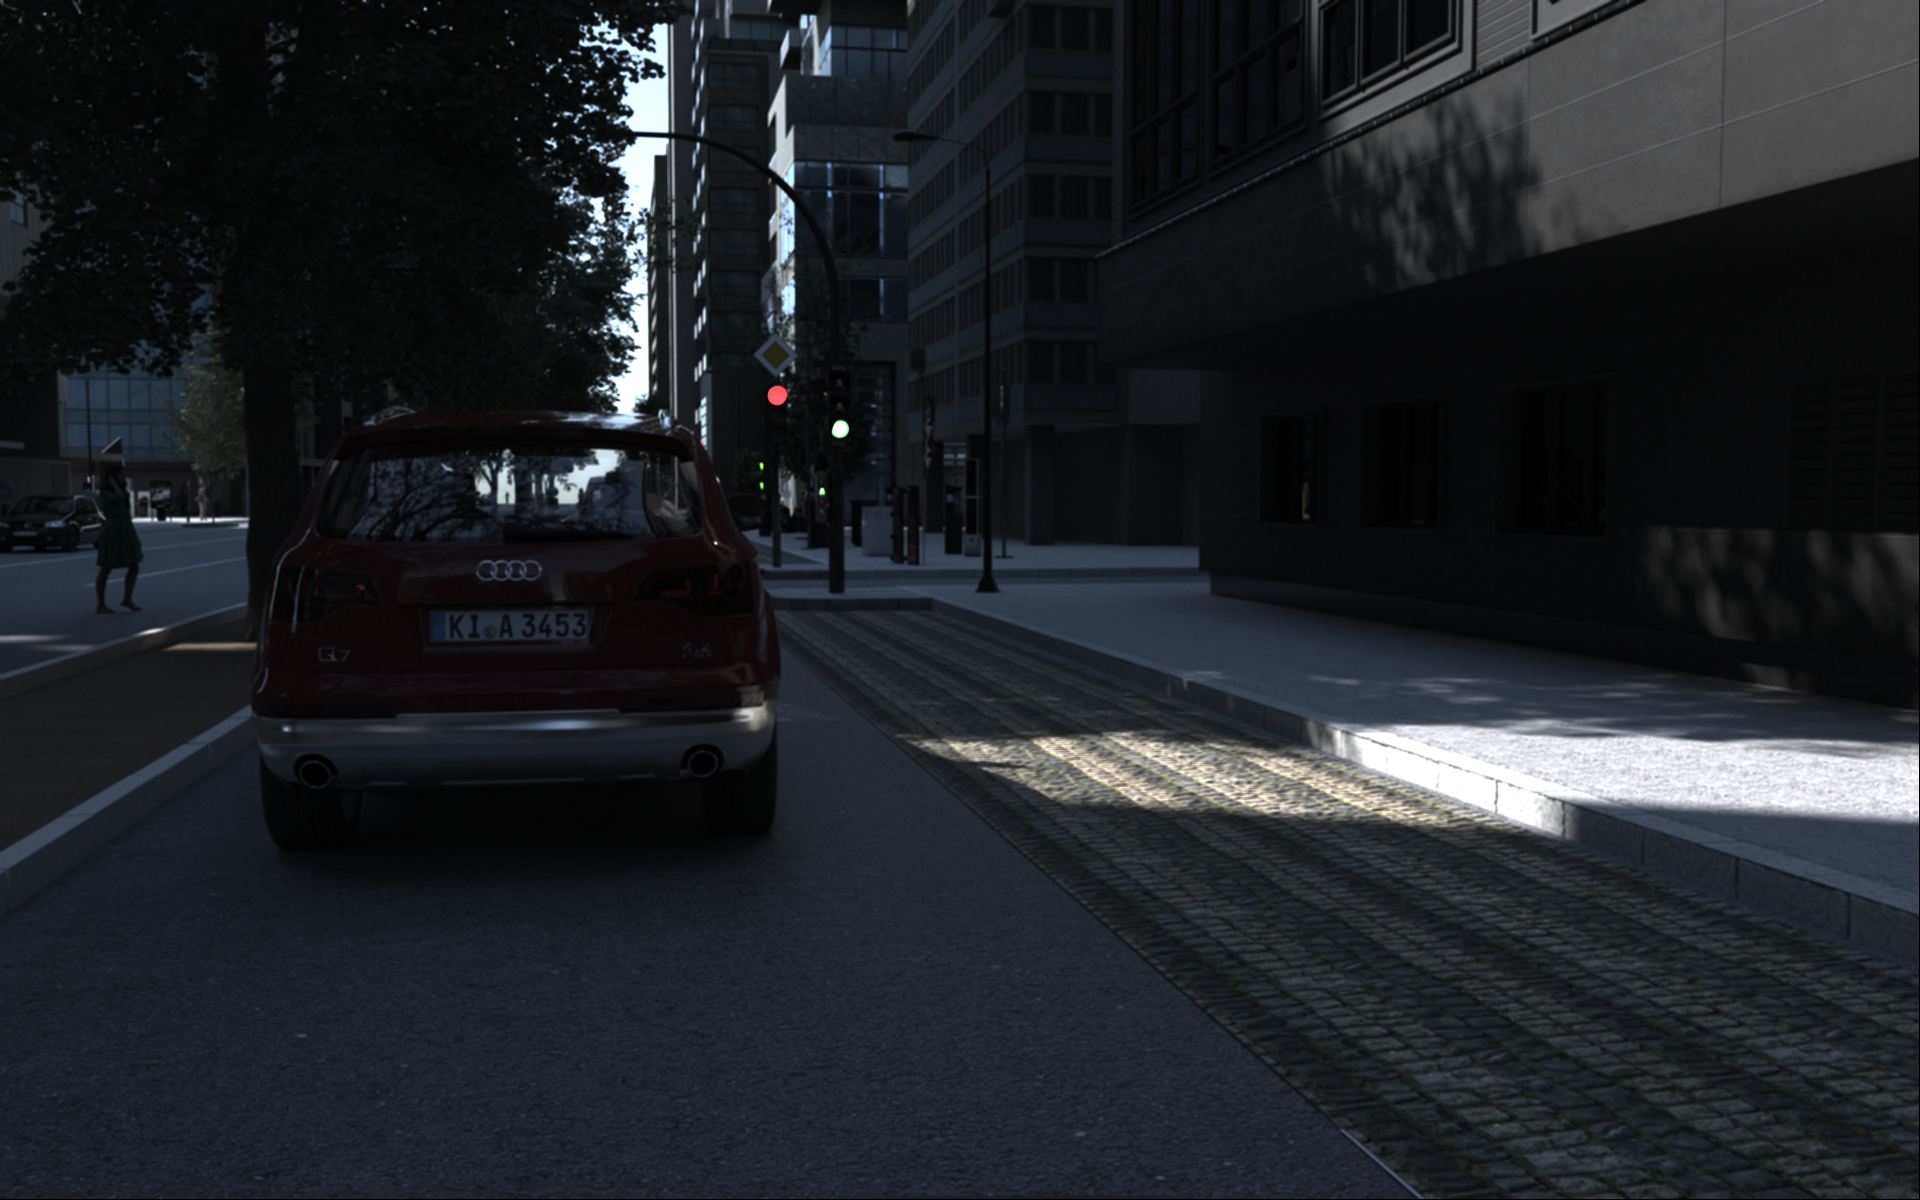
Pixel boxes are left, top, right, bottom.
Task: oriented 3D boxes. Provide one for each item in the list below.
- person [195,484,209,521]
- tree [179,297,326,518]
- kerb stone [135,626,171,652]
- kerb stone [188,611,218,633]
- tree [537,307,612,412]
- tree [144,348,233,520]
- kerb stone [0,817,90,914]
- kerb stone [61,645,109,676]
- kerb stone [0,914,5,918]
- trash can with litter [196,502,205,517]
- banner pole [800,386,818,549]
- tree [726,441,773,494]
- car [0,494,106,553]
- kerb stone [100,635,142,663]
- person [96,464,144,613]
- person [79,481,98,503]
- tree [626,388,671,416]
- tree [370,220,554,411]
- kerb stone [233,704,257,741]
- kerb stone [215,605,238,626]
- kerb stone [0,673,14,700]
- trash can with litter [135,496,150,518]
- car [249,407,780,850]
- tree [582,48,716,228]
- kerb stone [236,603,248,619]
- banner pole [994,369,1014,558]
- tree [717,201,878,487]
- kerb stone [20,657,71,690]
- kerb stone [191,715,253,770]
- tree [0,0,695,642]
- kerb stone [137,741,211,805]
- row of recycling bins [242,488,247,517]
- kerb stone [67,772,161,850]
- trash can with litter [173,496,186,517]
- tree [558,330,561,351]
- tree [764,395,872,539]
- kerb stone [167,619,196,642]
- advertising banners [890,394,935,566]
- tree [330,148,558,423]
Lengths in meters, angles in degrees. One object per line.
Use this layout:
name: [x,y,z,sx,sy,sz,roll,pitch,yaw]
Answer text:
person: [-36.485,-4.713,83.452,0.716,1.782,0.532,-2,4,-28]
tree: [-38.216,-10.754,93.955,7.486,12.596,7.792,0,3,0]
kerb stone: [-7.524,0.377,16.048,0.120,0.150,1.000,-1,4,-11]
kerb stone: [-7.934,0.253,18.051,0.120,0.150,1.000,-1,4,-11]
tree: [-23.269,-10.902,98.829,7.486,12.596,7.792,0,3,0]
tree: [-38.140,-8.319,86.380,4.360,8.622,3.978,0,3,0]
kerb stone: [-3.419,0.965,6.422,0.120,0.150,1.000,-1,4,-11]
kerb stone: [-7.116,0.504,14.020,0.120,0.150,1.000,-1,4,-11]
kerb stone: [-3.217,1.029,5.416,0.120,0.150,1.000,-1,4,-11]
trash can with litter: [-41.727,-5.177,96.037,0.624,1.170,1.055,3,4,37]
banner pole: [-3.519,-3.055,39.973,0.401,3.779,0.863,0,4,1]
tree: [-7.770,-4.207,63.386,1.663,3.219,1.824,0,3,0]
car: [-22.896,-2.074,43.695,2.009,1.686,4.222,-1,4,-11]
kerb stone: [-7.324,0.438,15.034,0.120,0.150,1.000,-1,4,-11]
person: [-10.181,-0.744,20.913,0.529,1.795,0.600,0,4,1]
person: [-24.913,-2.495,49.476,0.466,1.800,0.511,2,4,34]
tree: [-33.251,-16.559,187.742,9.611,12.733,9.660,0,3,0]
tree: [-10.837,-5.193,37.718,4.360,8.622,3.978,0,3,0]
kerb stone: [-4.242,0.718,10.451,0.120,0.150,1.000,-1,4,-11]
kerb stone: [-8.146,0.193,19.064,0.120,0.150,1.000,-1,4,-11]
kerb stone: [-6.701,0.624,12.005,0.120,0.150,1.000,-1,4,-11]
trash can with litter: [-44.308,-5.019,93.451,0.624,1.170,1.055,2,4,34]
car: [-2.060,0.001,8.650,2.281,1.827,5.304,-1,4,-10]
tree: [-16.891,-13.072,72.066,12.611,20.169,13.585,0,3,0]
kerb stone: [-8.345,0.136,20.067,0.120,0.150,1.000,-1,4,-11]
banner pole: [0.864,-2.746,34.906,0.401,3.779,0.863,0,4,-5]
tree: [-3.884,-5.723,43.933,4.360,8.622,3.978,0,3,0]
kerb stone: [-6.913,0.566,13.006,0.120,0.150,1.000,-1,4,-11]
kerb stone: [-4.035,0.783,9.450,0.120,0.150,1.000,-1,4,-11]
tree: [-6.598,-6.563,16.420,9.857,13.997,8.962,0,3,0]
kerb stone: [-3.834,0.846,8.430,0.120,0.150,1.000,-1,4,-11]
row of recycling bins: [-39.715,-5.528,97.500,1.069,1.692,3.534,-1,4,-11]
kerb stone: [-3.627,0.904,7.423,0.120,0.150,1.000,-1,4,-11]
trash can with litter: [-44.085,-5.289,97.855,0.624,1.170,1.055,-1,4,-16]
tree: [-12.100,-5.466,42.197,4.737,8.622,4.395,0,3,0]
tree: [-3.989,-4.023,49.492,4.285,4.588,4.351,0,3,0]
kerb stone: [-7.725,0.319,17.051,0.120,0.150,1.000,-1,4,-11]
advertising banners: [-0.854,-2.144,31.250,0.090,3.025,2.074,-1,4,-23]
tree: [-10.093,-4.912,33.135,4.737,8.622,4.395,0,3,0]
